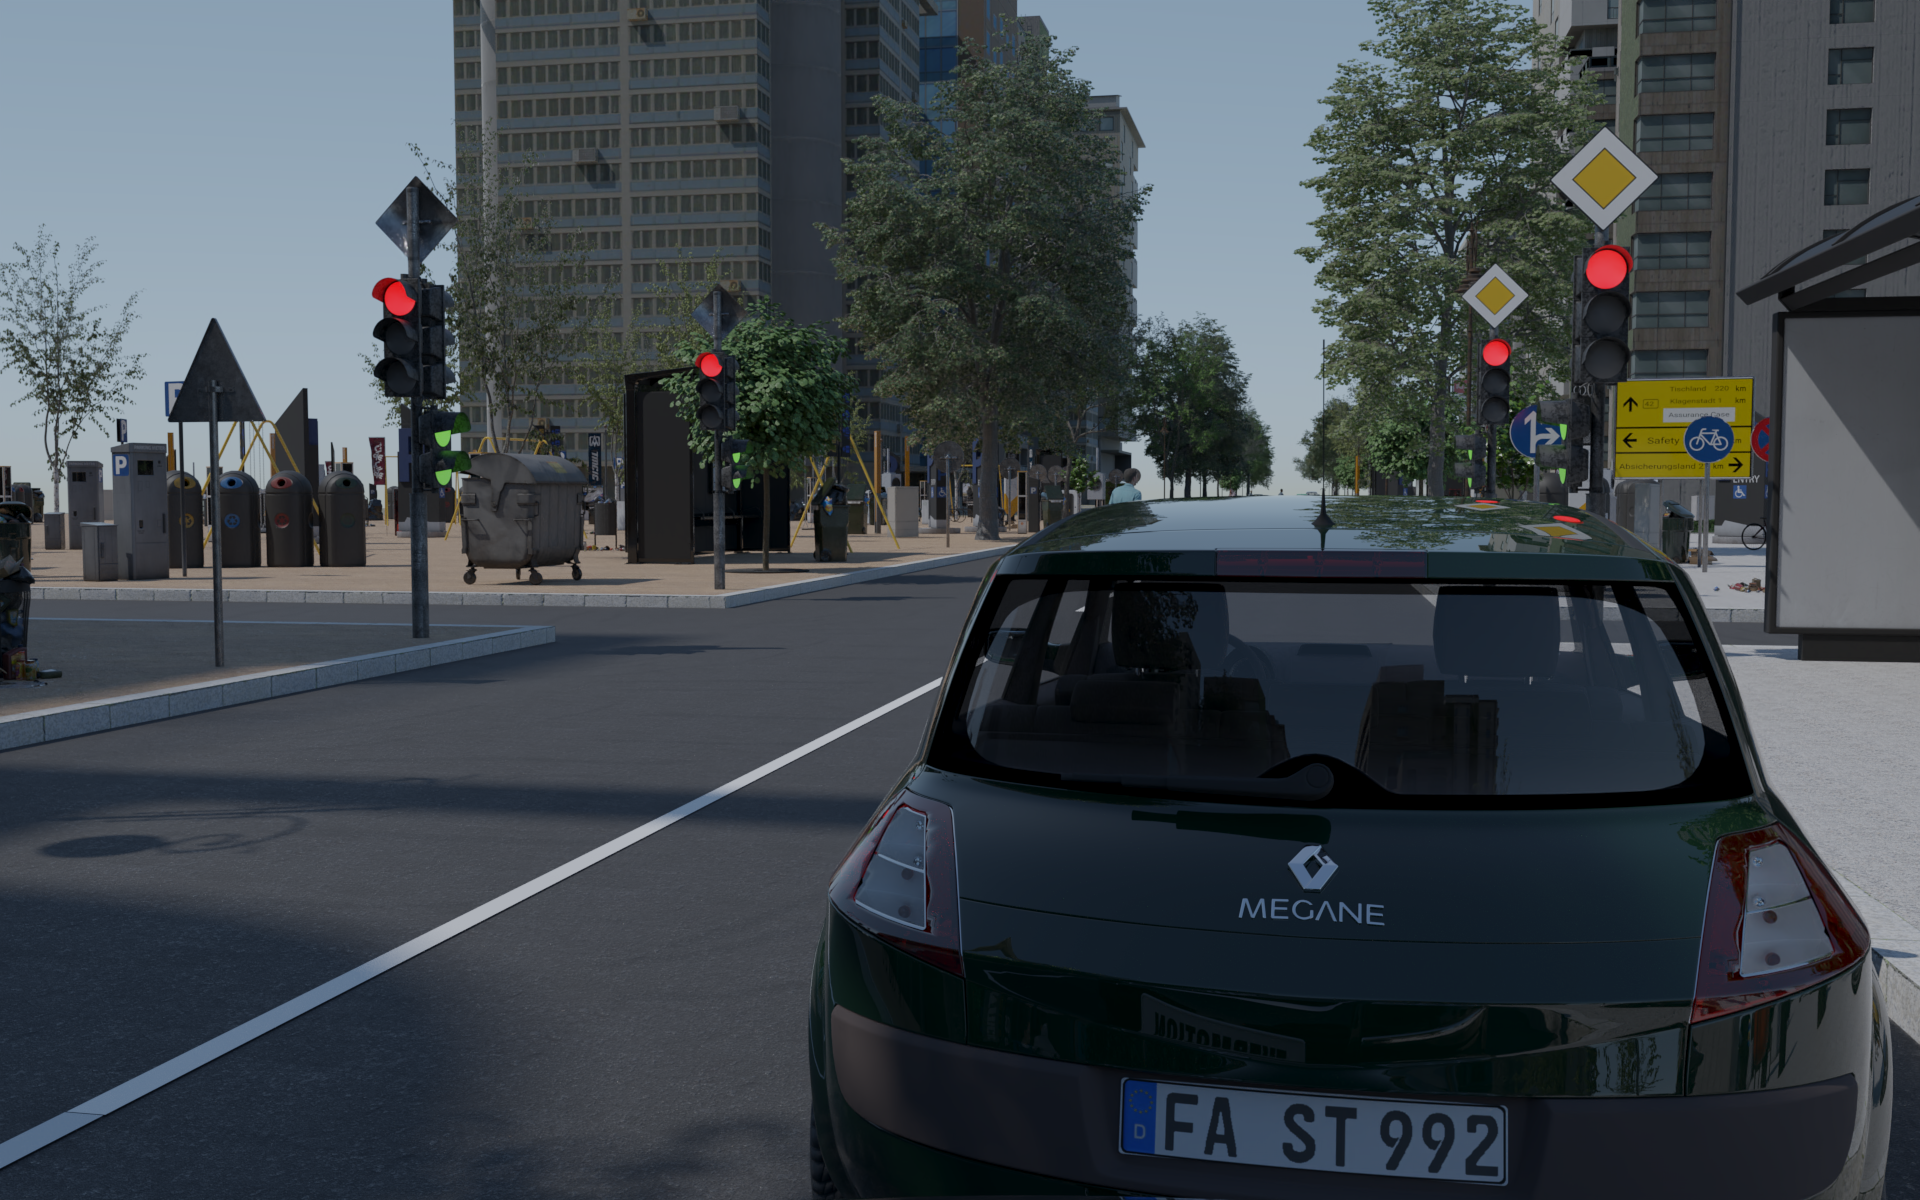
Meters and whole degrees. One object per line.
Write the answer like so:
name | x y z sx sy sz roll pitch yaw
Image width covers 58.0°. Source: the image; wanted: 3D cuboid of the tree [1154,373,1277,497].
tree | 21.576 -14.435 153.023 9.611 12.733 9.660 0 3 0

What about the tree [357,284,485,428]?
tree | -18.291 -6.704 59.971 4.737 8.622 4.395 0 3 0

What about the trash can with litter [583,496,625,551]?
trash can with litter | -7.689 -1.721 39.199 2.233 1.210 1.678 1 4 9

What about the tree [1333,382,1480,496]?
tree | 12.663 -3.903 47.532 4.285 4.588 4.351 0 3 0

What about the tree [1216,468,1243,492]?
tree | 29.778 -12.638 190.347 4.285 4.588 4.351 0 3 0

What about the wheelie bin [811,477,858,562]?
wheelie bin | -2.452 -1.535 33.006 0.693 1.594 0.980 -1 4 -16

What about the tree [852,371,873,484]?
tree | -6.838 -8.960 96.853 4.737 8.622 4.395 0 3 0

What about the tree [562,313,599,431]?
tree | -12.733 -7.031 65.318 4.737 8.622 4.395 0 3 0

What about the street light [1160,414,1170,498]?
street light | 11.664 -7.702 98.707 0.468 5.910 1.993 1 4 11

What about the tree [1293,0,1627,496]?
tree | 10.667 -7.303 37.524 7.486 12.596 7.792 0 3 0

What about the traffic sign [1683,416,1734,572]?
traffic sign | 12.197 -1.724 28.286 0.768 2.556 0.104 1 4 13

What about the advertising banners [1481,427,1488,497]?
advertising banners | 9.579 -2.163 31.549 0.090 3.025 2.074 1 4 19

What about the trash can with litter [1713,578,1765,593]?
trash can with litter | 10.800 -0.721 22.845 1.678 1.210 2.233 0 4 8

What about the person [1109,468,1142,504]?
person | 2.452 -1.080 26.177 0.660 1.820 0.620 3 4 37

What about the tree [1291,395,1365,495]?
tree | 43.515 -17.323 200.239 9.611 12.733 9.660 0 3 0

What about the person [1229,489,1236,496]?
person | 15.455 -5.461 98.455 0.551 1.740 0.621 3 5 40

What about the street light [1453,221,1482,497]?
street light | 8.711 -3.477 29.634 0.468 5.910 1.993 1 4 11

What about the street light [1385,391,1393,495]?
street light | 15.260 -5.449 61.883 0.468 5.910 1.993 1 4 11

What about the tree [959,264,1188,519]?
tree | 4.064 -8.011 65.397 8.767 10.594 7.601 -1 4 -16

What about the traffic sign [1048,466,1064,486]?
traffic sign | 4.272 -4.724 77.337 0.768 2.556 0.104 1 4 17

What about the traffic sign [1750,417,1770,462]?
traffic sign | 13.254 -1.719 28.212 0.768 2.556 0.104 1 4 12

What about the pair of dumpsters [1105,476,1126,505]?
pair of dumpsters | 8.297 -5.515 92.666 1.574 2.255 4.437 1 4 12

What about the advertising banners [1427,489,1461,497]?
advertising banners | 15.061 -3.462 52.790 2.074 3.025 0.090 -2 4 -27

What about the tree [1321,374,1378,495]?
tree | 23.345 -9.124 99.534 4.737 8.622 4.395 0 3 0

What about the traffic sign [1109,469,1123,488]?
traffic sign | 7.940 -5.395 88.320 0.768 2.556 0.104 1 4 16

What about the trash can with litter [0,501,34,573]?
trash can with litter | -14.722 -0.946 26.855 0.624 1.170 1.055 -2 4 -27

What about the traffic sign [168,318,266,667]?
traffic sign | -5.510 -0.784 12.816 0.884 2.594 0.081 1 4 19

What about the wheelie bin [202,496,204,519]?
wheelie bin | -37.200 -4.667 84.221 0.980 1.594 0.693 0 4 -4

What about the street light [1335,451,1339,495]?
street light | 37.018 -12.008 169.117 0.468 5.910 1.993 1 4 11

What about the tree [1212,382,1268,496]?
tree | 25.514 -15.979 171.630 12.009 13.543 11.850 0 3 0

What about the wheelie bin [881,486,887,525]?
wheelie bin | -3.357 -3.875 71.263 0.980 1.594 0.693 1 4 16

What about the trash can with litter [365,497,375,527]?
trash can with litter | -23.864 -3.478 67.921 1.678 1.210 2.233 3 5 41

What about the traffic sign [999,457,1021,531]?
traffic sign | 1.727 -3.679 60.251 0.768 2.556 0.104 1 4 15

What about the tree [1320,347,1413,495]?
tree | 20.640 -8.218 84.733 4.360 8.622 3.978 0 3 0

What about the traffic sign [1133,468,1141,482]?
traffic sign | 8.439 -5.158 84.434 0.768 2.556 0.104 1 4 18

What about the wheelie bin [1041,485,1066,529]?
wheelie bin | 3.370 -3.412 63.698 0.980 1.594 0.693 -1 4 -21

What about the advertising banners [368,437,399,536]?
advertising banners | -17.042 -3.472 52.957 2.074 3.025 0.090 0 4 3

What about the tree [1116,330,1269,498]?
tree | 13.530 -11.343 111.218 9.928 11.665 9.643 0 3 0

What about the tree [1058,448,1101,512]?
tree | 5.111 -4.744 72.167 1.663 3.219 1.824 0 3 0

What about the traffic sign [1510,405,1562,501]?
traffic sign | 8.260 -1.511 24.817 0.768 2.556 0.104 1 4 16

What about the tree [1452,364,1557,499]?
tree | 8.259 -1.920 25.992 1.663 3.219 1.824 0 3 0

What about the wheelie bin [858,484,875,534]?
wheelie bin | -3.309 -2.892 55.195 0.980 1.594 0.693 1 4 13

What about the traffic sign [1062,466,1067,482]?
traffic sign | 4.861 -4.768 78.060 0.768 2.556 0.104 1 4 14

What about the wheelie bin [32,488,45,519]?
wheelie bin | -46.662 -4.866 87.463 0.693 1.594 0.980 1 4 22

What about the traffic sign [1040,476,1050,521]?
traffic sign | 3.838 -5.039 82.389 0.884 2.594 0.081 1 4 20

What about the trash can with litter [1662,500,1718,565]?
trash can with litter | 13.386 -1.247 31.778 0.624 1.170 1.055 -2 4 -35

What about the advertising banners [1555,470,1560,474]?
advertising banners | 23.083 -4.172 64.399 2.074 3.025 0.090 1 4 12

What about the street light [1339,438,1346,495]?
street light | 30.314 -10.003 136.339 0.468 5.910 1.993 1 4 11

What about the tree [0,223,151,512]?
tree | -25.027 -5.988 48.267 4.360 8.622 3.978 0 3 0

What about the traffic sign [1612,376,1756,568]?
traffic sign | 12.602 -2.224 30.238 2.265 3.308 0.079 1 4 19

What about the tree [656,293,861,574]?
tree | -3.273 -2.734 28.409 4.285 4.588 4.351 0 3 0

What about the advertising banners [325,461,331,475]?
advertising banners | -32.435 -5.813 91.236 2.074 3.025 0.090 0 4 6

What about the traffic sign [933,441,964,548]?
traffic sign | -0.288 -2.532 41.505 0.768 2.556 0.104 1 4 15

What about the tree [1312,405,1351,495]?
tree | 39.445 -14.851 177.223 7.601 10.594 8.767 -1 4 -21

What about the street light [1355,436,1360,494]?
street light | 23.723 -8.015 103.826 0.468 5.910 1.993 1 4 11

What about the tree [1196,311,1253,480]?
tree | 16.153 -13.214 122.696 9.857 13.997 8.962 0 3 0

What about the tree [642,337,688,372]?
tree | -13.680 -7.925 79.936 4.360 8.622 3.978 0 3 0

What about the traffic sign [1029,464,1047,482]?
traffic sign | 3.308 -4.510 73.852 0.768 2.556 0.104 1 4 15

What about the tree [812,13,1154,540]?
tree | 0.788 -8.646 48.011 9.857 13.997 8.962 0 3 0
